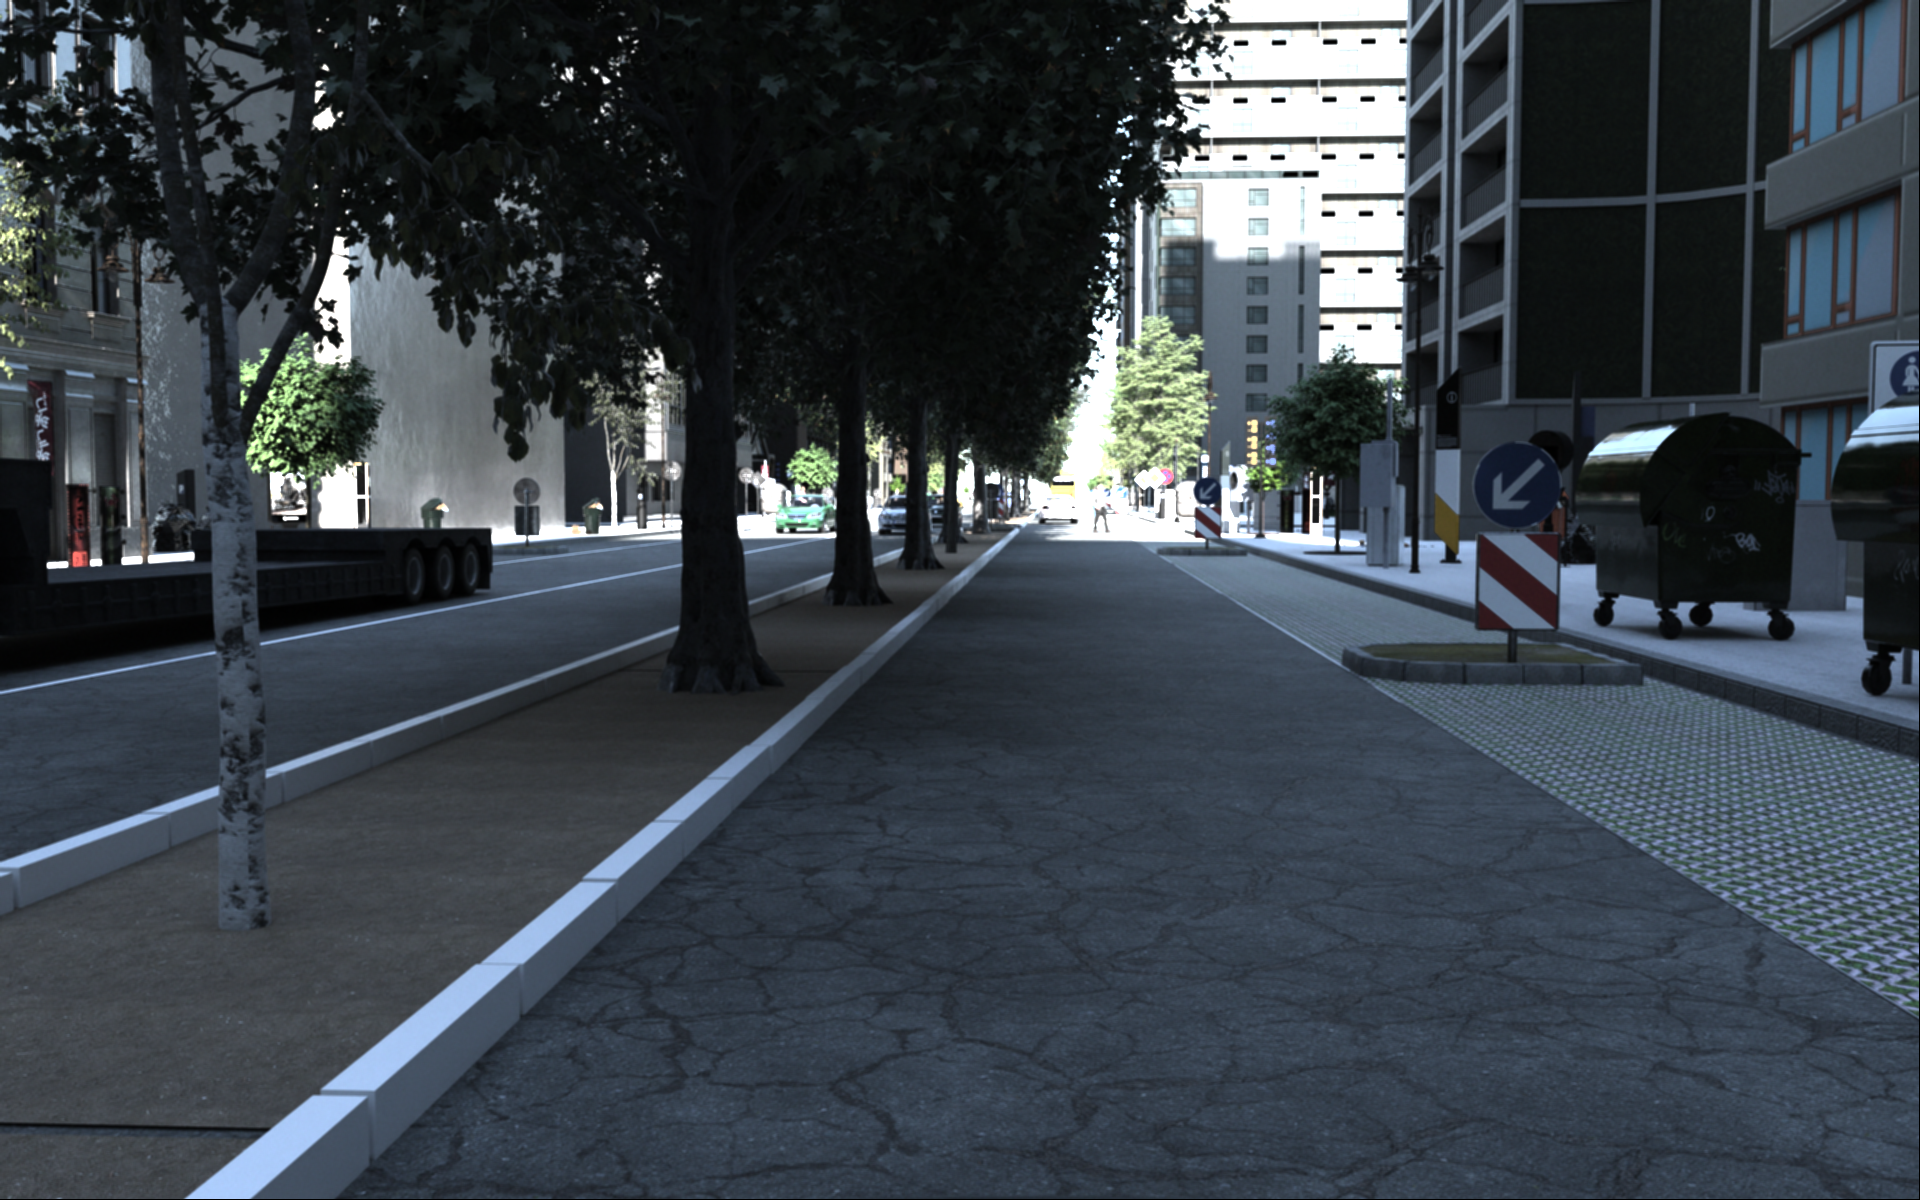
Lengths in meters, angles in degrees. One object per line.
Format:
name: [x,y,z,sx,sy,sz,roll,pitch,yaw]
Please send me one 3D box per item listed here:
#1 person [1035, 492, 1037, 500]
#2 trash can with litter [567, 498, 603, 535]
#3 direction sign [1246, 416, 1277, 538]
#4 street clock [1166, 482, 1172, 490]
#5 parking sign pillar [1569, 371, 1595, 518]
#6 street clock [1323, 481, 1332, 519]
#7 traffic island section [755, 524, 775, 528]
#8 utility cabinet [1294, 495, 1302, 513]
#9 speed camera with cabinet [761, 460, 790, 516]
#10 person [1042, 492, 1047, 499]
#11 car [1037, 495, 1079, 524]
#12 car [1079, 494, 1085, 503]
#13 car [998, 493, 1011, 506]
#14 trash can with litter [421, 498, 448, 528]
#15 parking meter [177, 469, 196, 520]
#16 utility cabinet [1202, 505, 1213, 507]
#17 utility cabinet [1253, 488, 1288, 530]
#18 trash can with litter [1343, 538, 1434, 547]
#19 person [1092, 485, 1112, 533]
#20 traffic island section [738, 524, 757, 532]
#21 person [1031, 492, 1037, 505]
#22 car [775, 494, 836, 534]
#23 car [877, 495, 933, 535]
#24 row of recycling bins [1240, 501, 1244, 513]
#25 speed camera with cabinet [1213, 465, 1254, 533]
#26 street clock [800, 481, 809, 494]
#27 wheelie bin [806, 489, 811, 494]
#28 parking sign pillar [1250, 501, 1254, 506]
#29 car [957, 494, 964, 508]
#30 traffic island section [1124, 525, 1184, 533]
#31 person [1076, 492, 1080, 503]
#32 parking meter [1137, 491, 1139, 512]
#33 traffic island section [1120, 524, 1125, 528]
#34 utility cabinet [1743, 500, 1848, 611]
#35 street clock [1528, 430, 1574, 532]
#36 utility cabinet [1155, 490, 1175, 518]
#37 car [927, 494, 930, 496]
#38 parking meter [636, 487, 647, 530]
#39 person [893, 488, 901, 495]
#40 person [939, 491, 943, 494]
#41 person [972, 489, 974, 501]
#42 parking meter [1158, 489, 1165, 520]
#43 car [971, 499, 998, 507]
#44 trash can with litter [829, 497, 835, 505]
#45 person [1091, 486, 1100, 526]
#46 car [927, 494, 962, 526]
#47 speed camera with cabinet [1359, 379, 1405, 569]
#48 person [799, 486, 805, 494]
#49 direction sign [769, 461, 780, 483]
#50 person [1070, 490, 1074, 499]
person: [13.222,-17.720,299.014,0.721,1.735,1.217,0,4,-6]
trash can with litter: [-11.819,-2.642,54.577,1.055,1.170,0.624,-2,4,-24]
direction sign: [8.796,-3.585,50.619,0.876,3.537,0.379,0,4,7]
street clock: [11.499,-5.563,95.518,0.358,2.002,0.471,-1,4,-11]
parking sign pillar: [13.892,-3.075,38.752,1.447,3.967,1.447,1,4,17]
street clock: [18.927,-5.185,89.344,0.471,2.002,0.358,-2,4,-26]
traffic island section: [-8.695,-3.184,74.342,2.009,0.180,2.903,0,4,3]
utility cabinet: [22.963,-6.537,118.034,0.306,1.237,1.020,-1,4,-17]
speed camera with cabinet: [-10.692,-6.486,100.389,2.038,3.252,0.660,3,5,45]
person: [13.215,-15.850,267.658,1.348,1.822,0.705,-1,4,-11]
car: [4.792,-4.411,84.487,2.083,1.381,4.827,0,4,2]
car: [19.052,-16.164,274.503,2.015,1.641,3.980,0,4,2]
car: [4.738,-10.459,180.593,1.945,1.707,3.694,0,4,5]
trash can with litter: [-14.730,-2.233,47.896,0.624,1.170,1.055,2,4,28]
parking meter: [-18.409,-2.171,41.215,0.399,1.863,0.255,2,4,32]
utility cabinet: [11.713,-4.402,83.133,1.020,1.237,0.306,-3,5,-41]
utility cabinet: [10.937,-3.201,61.011,1.173,1.500,0.318,1,4,11]
trash can with litter: [10.386,-1.923,42.492,1.678,1.210,2.233,-2,4,-31]
person: [5.238,-3.370,63.995,0.661,1.777,0.834,-3,4,-38]
traffic island section: [-9.145,-2.697,66.370,2.009,0.180,2.903,0,4,3]
person: [10.096,-13.906,236.795,0.756,1.711,0.436,1,4,18]
car: [-5.684,-3.218,64.404,2.131,1.459,4.920,0,4,4]
car: [-1.963,-3.104,62.746,2.014,1.417,4.499,0,4,2]
row of recycling bins: [17.882,-6.794,118.201,1.069,1.692,3.534,-3,5,-44]
speed camera with cabinet: [8.910,-3.801,56.486,0.660,3.252,2.038,-1,4,-15]
street clock: [-8.865,-5.777,99.030,0.471,2.002,0.358,-1,4,-19]
wheelie bin: [-9.105,-5.750,101.927,0.693,1.594,0.980,1,4,19]
parking sign pillar: [23.968,-9.406,142.266,1.447,3.967,1.447,-3,4,-38]
car: [-0.530,-9.857,171.393,2.015,1.641,3.980,0,4,3]
traffic island section: [7.370,-2.639,65.436,2.009,0.180,2.903,0,4,3]
person: [17.966,-15.574,263.796,0.551,1.740,0.621,-1,4,-14]
parking meter: [13.120,-7.252,126.979,0.372,1.533,0.369,0,3,0]
traffic island section: [7.820,-3.127,73.409,2.009,0.180,2.903,0,4,3]
utility cabinet: [9.226,-0.487,19.127,1.020,1.237,0.306,0,4,-1]
street clock: [6.726,-0.931,19.799,0.358,2.002,0.471,-3,5,-44]
utility cabinet: [10.827,-5.044,91.141,1.173,1.500,0.318,1,4,11]
car: [-3.367,-9.600,165.748,1.959,1.807,4.718,0,4,4]
parking meter: [-11.469,-3.304,62.439,0.372,1.533,0.369,0,3,0]
person: [-5.135,-8.152,141.153,0.474,1.900,0.648,2,4,31]
person: [-2.141,-11.143,190.788,1.348,1.812,0.705,1,4,17]
person: [1.028,-6.743,118.762,0.388,1.821,0.555,0,4,2]
parking meter: [10.207,-4.830,87.384,0.372,1.533,0.369,0,3,0]
car: [1.906,-7.444,131.498,2.009,1.686,4.222,0,4,4]
trash can with litter: [-8.437,-6.373,115.581,1.055,1.170,0.624,3,5,43]
person: [6.032,-4.166,76.872,0.793,1.790,0.793,-1,4,-18]
car: [-0.875,-4.056,76.097,2.009,1.686,4.222,0,4,5]
speed camera with cabinet: [7.470,-2.219,30.611,0.660,3.252,2.038,1,4,21]
person: [-7.732,-4.705,85.441,0.388,1.821,0.555,1,4,21]
direction sign: [-12.825,-7.791,119.378,0.876,3.537,0.379,0,4,8]
person: [10.660,-9.591,165.246,0.705,1.831,1.348,1,4,12]
